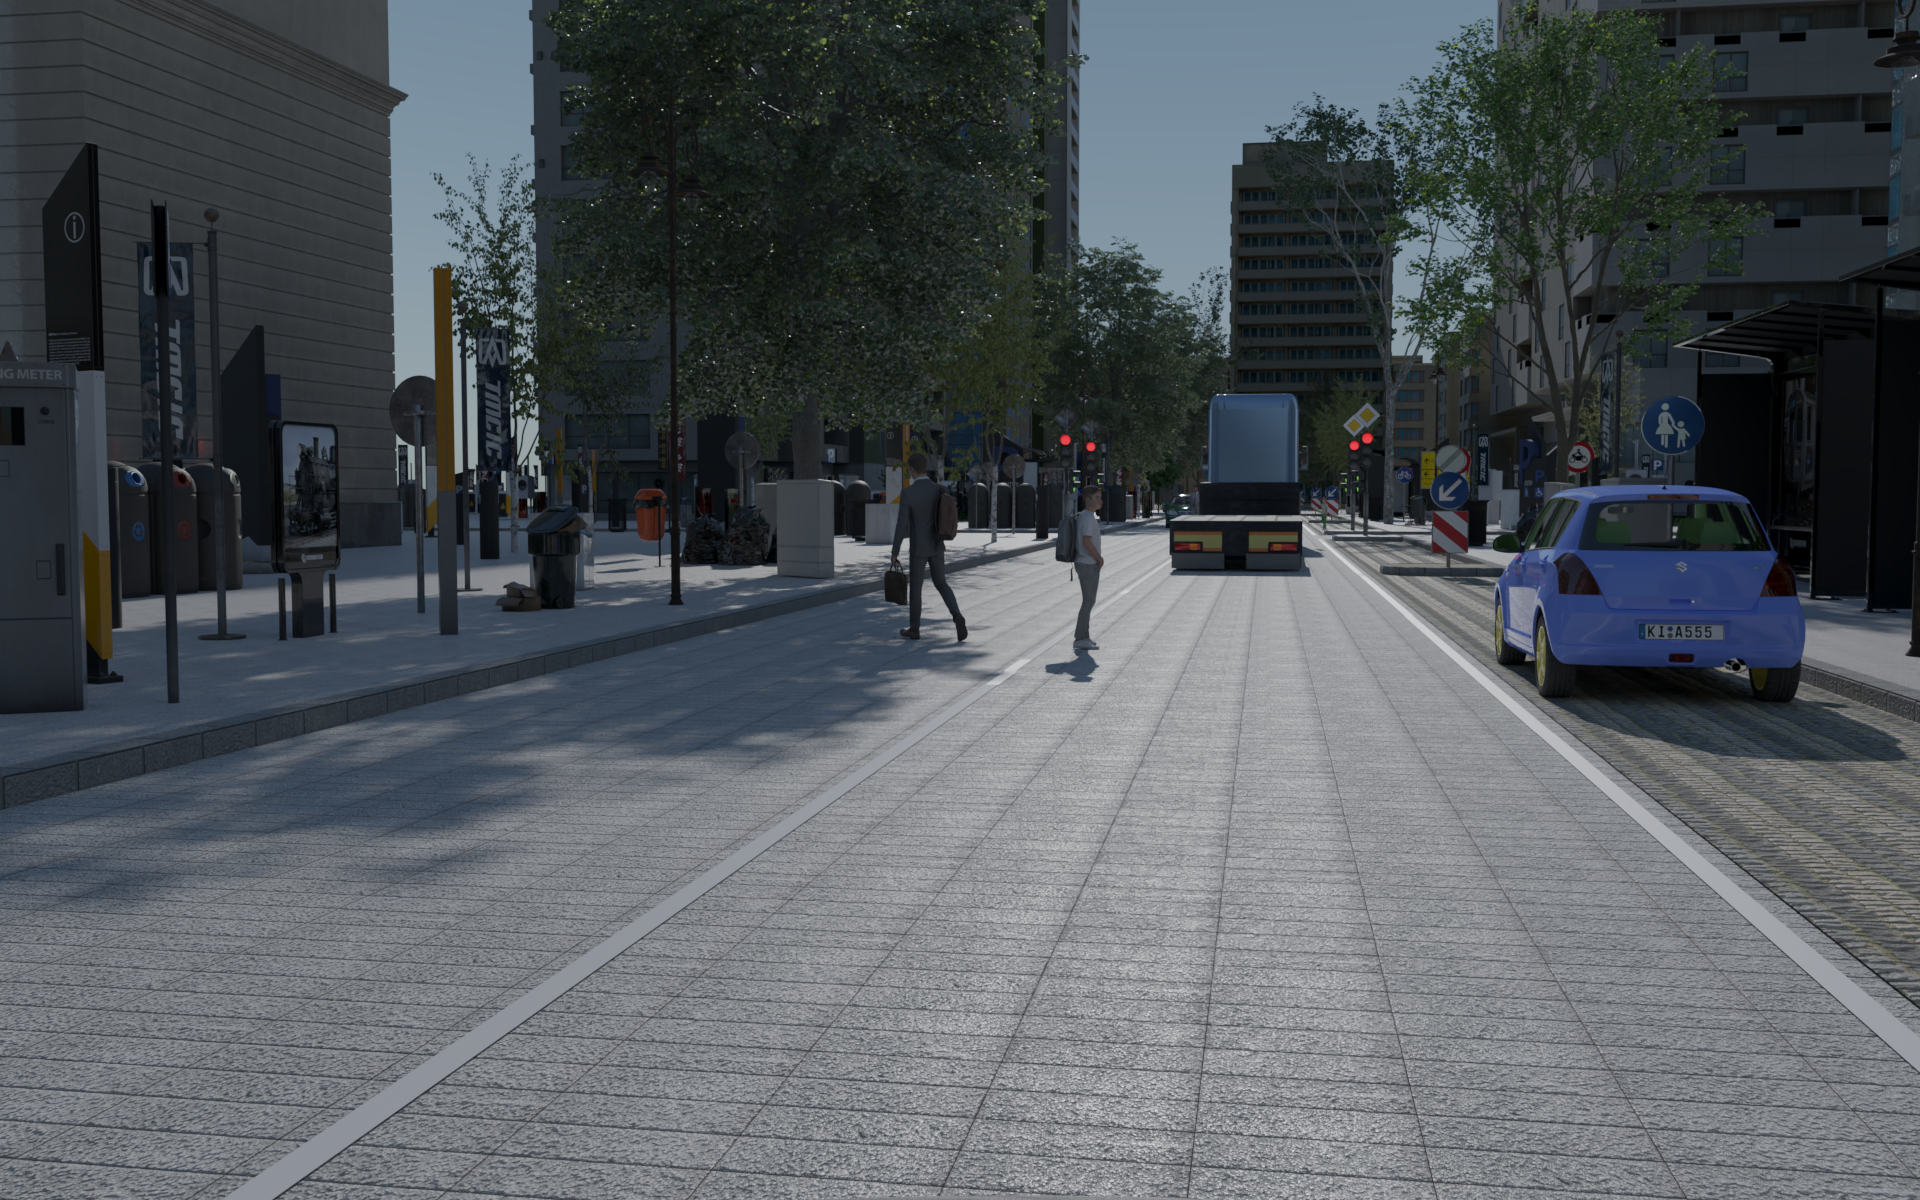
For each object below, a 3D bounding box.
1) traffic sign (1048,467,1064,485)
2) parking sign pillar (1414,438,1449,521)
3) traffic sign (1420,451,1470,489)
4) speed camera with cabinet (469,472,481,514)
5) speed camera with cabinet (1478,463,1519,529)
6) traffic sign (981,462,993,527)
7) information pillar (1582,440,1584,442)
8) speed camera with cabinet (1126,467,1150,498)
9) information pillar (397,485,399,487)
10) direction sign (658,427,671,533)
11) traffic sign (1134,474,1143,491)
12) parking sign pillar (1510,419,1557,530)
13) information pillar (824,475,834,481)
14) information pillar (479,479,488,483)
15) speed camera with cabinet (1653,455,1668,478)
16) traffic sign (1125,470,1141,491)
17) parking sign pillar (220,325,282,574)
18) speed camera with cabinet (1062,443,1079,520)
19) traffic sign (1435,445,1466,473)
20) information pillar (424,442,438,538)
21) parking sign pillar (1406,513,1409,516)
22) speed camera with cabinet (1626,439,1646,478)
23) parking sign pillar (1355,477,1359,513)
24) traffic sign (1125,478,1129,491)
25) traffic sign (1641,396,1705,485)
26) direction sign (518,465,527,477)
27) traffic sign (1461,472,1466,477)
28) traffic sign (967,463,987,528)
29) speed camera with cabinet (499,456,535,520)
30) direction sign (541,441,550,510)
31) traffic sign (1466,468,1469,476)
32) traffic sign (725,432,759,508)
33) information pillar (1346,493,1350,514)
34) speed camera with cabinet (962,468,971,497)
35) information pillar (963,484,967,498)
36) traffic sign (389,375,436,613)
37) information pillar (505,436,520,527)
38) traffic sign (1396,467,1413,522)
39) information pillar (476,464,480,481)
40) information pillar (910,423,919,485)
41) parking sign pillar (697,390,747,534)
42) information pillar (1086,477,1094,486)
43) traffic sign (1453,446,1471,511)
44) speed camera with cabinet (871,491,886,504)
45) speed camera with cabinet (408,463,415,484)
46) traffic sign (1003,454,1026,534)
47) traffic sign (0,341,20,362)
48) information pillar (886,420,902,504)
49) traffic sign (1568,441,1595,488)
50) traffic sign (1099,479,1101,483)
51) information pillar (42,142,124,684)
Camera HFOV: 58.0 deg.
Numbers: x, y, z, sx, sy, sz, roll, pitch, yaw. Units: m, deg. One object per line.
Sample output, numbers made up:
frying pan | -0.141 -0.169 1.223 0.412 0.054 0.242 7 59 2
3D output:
traffic sign | 3.666 -3.922 66.257 0.606 2.300 0.079 1 4 16
parking sign pillar | 22.962 -5.809 83.445 1.447 3.967 1.447 3 5 40
traffic sign | 23.047 -5.408 82.297 2.265 3.308 0.079 1 4 13
speed camera with cabinet | -30.876 -7.087 110.207 0.660 3.252 2.038 2 4 31
speed camera with cabinet | 20.141 -4.260 63.988 0.660 3.252 2.038 -2 4 -31
traffic sign | 1.125 -4.172 68.316 0.768 2.556 0.104 1 4 11
information pillar | 26.777 -5.095 74.652 0.183 3.616 0.504 1 4 9
speed camera with cabinet | 10.925 -7.039 109.424 2.038 3.252 0.660 1 4 14
information pillar | -43.726 -7.995 135.208 0.304 2.012 0.304 -2 4 -25
direction sign | -9.644 -4.001 57.412 0.876 3.537 0.379 2 4 29
traffic sign | 10.914 -6.544 107.100 0.768 2.556 0.104 1 4 14
parking sign pillar | 20.338 -4.469 61.537 1.447 3.967 1.447 0 4 -4
information pillar | -5.124 -3.868 67.731 0.304 2.012 0.304 -2 4 -24
information pillar | -22.679 -4.772 82.521 0.304 2.012 0.304 -3 5 -44
speed camera with cabinet | 32.220 -5.290 80.825 0.660 3.252 2.038 -2 4 -25
traffic sign | 9.399 -5.749 94.005 0.884 2.594 0.081 1 4 12
parking sign pillar | -11.593 -2.432 28.239 1.447 3.967 1.447 3 4 38
speed camera with cabinet | 4.289 -4.483 67.635 0.660 3.252 2.038 0 4 2
traffic sign | 12.777 -2.757 45.189 0.768 2.556 0.104 1 4 12
information pillar | -15.534 -3.647 50.988 0.183 3.616 0.504 2 4 34
parking sign pillar | 26.532 -6.825 100.055 1.447 3.967 1.447 2 4 30
speed camera with cabinet | 23.802 -4.194 62.912 2.038 3.252 0.660 1 4 22
parking sign pillar | 27.640 -8.061 120.266 1.447 3.967 1.447 1 4 22
traffic sign | 13.189 -8.316 136.072 0.768 2.556 0.104 1 4 19
traffic sign | 9.244 -1.371 22.527 0.768 2.556 0.104 1 4 18
direction sign | -33.768 -8.680 133.916 0.379 3.537 0.876 3 5 44
traffic sign | 13.966 -2.860 48.898 0.606 2.300 0.079 1 4 19
traffic sign | 0.616 -3.872 64.496 0.795 2.450 0.064 1 4 20
speed camera with cabinet | -22.169 -5.626 86.315 2.038 3.252 0.660 2 4 27
direction sign | -17.864 -5.057 74.686 0.379 3.537 0.876 -3 4 -38
traffic sign | 17.741 -3.769 61.729 0.768 2.556 0.104 1 4 15
traffic sign | -4.469 -2.157 35.379 0.768 2.556 0.104 1 4 18
information pillar | 24.808 -6.488 110.572 0.304 2.012 0.304 0 4 3
speed camera with cabinet | 0.417 -8.333 130.587 0.660 3.252 2.038 3 5 45
information pillar | 0.365 -7.400 125.484 0.304 2.012 0.304 1 4 9
traffic sign | -5.811 -1.131 18.604 0.768 2.556 0.104 1 4 18
information pillar | -17.214 -4.600 66.566 0.504 3.616 0.183 -3 4 -38
traffic sign | 20.752 -4.942 80.906 0.768 2.556 0.104 1 4 16
information pillar | -37.190 -8.719 133.914 0.504 3.616 0.183 0 4 6
information pillar | -1.557 -3.983 56.477 0.504 3.616 0.183 -2 4 -26
parking sign pillar | -5.970 -3.360 43.406 1.447 3.967 1.447 2 4 35
information pillar | 5.462 -4.187 72.948 0.304 2.012 0.304 1 4 9
traffic sign | 13.192 -2.814 46.123 0.768 2.556 0.104 1 4 11
speed camera with cabinet | -3.409 -5.585 85.656 2.038 3.252 0.660 0 4 1
speed camera with cabinet | -34.886 -7.003 108.832 0.660 3.252 2.038 2 4 32
traffic sign | 1.724 -3.385 55.452 0.768 2.556 0.104 1 4 19
traffic sign | -8.080 -0.901 14.730 0.884 2.594 0.081 1 4 19
information pillar | -2.023 -3.745 52.592 0.504 3.616 0.183 0 4 3
traffic sign | 14.856 -2.542 41.667 0.768 2.556 0.104 1 4 15
traffic sign | 9.099 -6.803 111.328 0.768 2.556 0.104 1 4 15
information pillar | -5.979 -1.247 11.748 0.504 3.616 0.183 2 4 26
